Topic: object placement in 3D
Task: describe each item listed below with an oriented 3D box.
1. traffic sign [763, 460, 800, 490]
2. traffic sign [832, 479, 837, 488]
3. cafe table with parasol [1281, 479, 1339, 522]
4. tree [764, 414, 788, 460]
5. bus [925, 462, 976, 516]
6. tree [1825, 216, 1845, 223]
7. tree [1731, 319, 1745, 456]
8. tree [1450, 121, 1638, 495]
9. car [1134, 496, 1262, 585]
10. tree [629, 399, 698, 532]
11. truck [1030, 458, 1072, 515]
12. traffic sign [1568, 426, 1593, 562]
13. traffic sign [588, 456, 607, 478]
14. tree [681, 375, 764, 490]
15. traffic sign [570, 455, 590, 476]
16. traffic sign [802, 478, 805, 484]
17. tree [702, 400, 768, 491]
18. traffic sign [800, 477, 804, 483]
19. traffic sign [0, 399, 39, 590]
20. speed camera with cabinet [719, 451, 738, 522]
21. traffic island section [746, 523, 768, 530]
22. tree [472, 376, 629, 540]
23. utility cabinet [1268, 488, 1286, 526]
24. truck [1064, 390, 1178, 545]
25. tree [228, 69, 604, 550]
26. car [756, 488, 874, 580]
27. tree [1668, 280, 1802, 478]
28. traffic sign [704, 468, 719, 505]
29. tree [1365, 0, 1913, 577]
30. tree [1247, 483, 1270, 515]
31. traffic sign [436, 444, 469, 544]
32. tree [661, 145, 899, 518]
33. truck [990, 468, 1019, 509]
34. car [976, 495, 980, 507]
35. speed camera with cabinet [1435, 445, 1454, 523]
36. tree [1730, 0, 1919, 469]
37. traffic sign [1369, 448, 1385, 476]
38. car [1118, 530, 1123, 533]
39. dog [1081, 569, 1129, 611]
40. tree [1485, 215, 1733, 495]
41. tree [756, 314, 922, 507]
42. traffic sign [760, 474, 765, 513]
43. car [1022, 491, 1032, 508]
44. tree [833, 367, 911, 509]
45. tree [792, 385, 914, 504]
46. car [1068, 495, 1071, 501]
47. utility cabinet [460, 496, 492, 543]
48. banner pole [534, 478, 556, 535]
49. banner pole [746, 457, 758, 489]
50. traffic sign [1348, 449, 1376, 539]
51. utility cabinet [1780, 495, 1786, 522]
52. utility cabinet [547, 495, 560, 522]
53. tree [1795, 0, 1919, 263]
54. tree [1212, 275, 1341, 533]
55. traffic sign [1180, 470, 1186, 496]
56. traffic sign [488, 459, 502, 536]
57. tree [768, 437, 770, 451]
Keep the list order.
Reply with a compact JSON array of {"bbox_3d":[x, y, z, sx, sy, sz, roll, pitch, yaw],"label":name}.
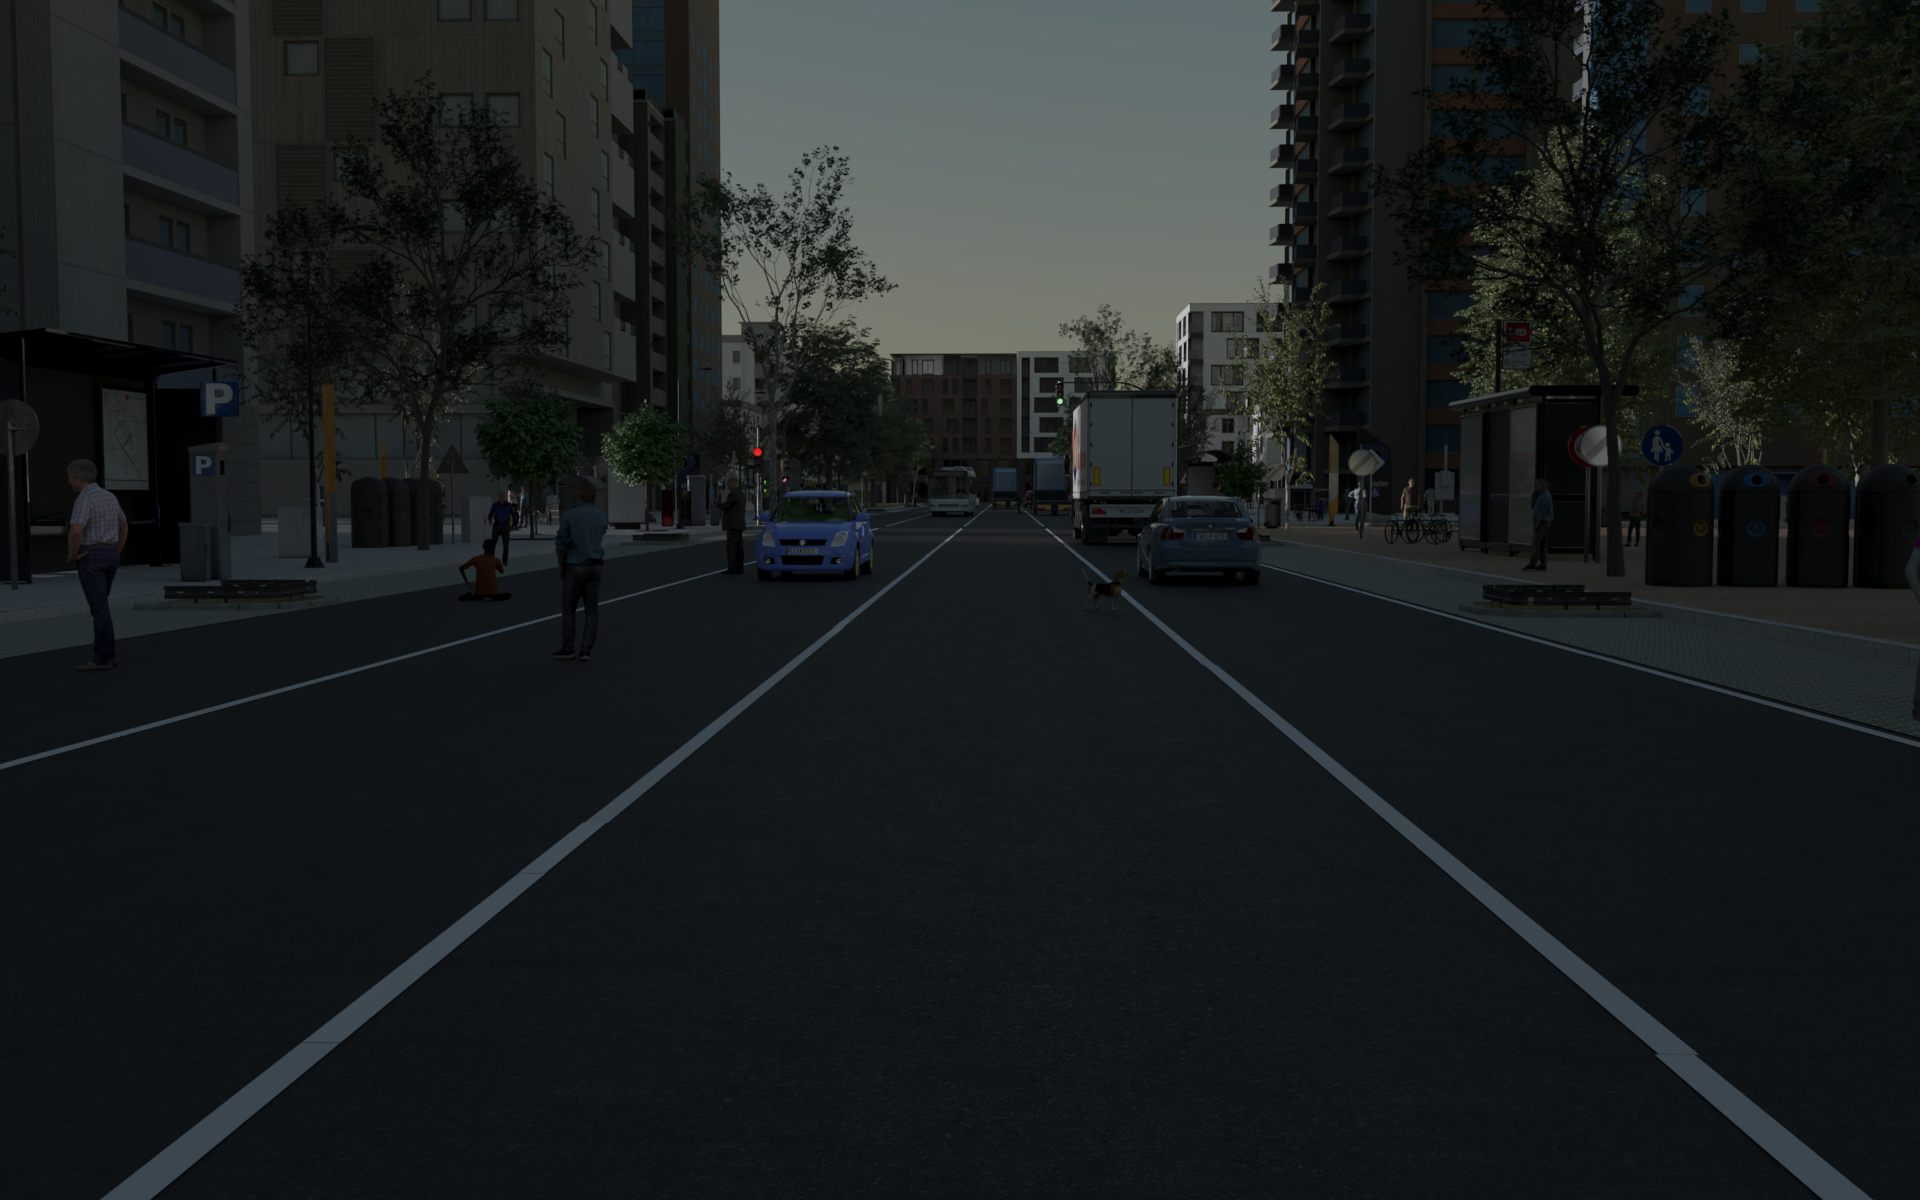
[{"bbox_3d":[-10.632,-6.691,103.278,2.265,3.308,0.079,0,4,7],"label":"traffic sign"},{"bbox_3d":[-10.737,-8.887,145.311,0.884,2.594,0.081,0,4,7],"label":"traffic sign"},{"bbox_3d":[16.352,-4.655,80.974,2.610,1.966,2.610,1,4,15],"label":"cafe table with parasol"},{"bbox_3d":[-16.109,-12.184,149.566,4.360,8.622,3.978,0,3,0],"label":"tree"},{"bbox_3d":[-0.462,-7.311,114.395,2.948,3.499,13.247,0,4,3],"label":"bus"},{"bbox_3d":[22.401,-5.673,43.123,4.737,8.622,4.395,0,3,0],"label":"tree"},{"bbox_3d":[27.849,-6.777,61.170,4.737,8.622,4.395,0,3,0],"label":"tree"},{"bbox_3d":[18.606,-8.248,52.977,7.486,12.596,7.792,0,3,0],"label":"tree"},{"bbox_3d":[3.922,-1.024,28.746,2.014,1.417,4.499,0,4,2],"label":"car"},{"bbox_3d":[-10.730,-4.654,59.803,4.285,4.588,4.351,0,3,0],"label":"tree"},{"bbox_3d":[6.540,-8.187,123.612,2.967,4.110,18.799,0,4,2],"label":"truck"},{"bbox_3d":[11.746,-1.976,32.420,0.768,2.556,0.104,0,4,6],"label":"traffic sign"},{"bbox_3d":[-12.065,-3.508,57.459,0.768,2.556,0.104,1,4,11],"label":"traffic sign"},{"bbox_3d":[-14.757,-9.539,106.331,4.360,8.622,3.978,0,3,0],"label":"tree"},{"bbox_3d":[-12.393,-3.437,56.299,0.768,2.556,0.104,0,4,5],"label":"traffic sign"},{"bbox_3d":[-10.391,-6.766,112.756,0.606,2.300,0.079,0,4,2],"label":"traffic sign"},{"bbox_3d":[-17.838,-11.202,133.514,4.737,8.622,4.395,0,3,0],"label":"tree"},{"bbox_3d":[-10.051,-6.584,107.649,0.884,2.594,0.081,0,4,3],"label":"traffic sign"},{"bbox_3d":[-12.684,-1.410,23.159,0.768,2.556,0.104,0,4,3],"label":"traffic sign"},{"bbox_3d":[-10.765,-5.260,80.329,0.660,3.252,2.038,-1,4,-15],"label":"speed camera with cabinet"},{"bbox_3d":[-8.199,-2.951,70.533,2.009,0.180,2.903,0,4,1],"label":"traffic island section"},{"bbox_3d":[-12.024,-3.968,48.591,4.285,4.588,4.351,0,3,0],"label":"tree"},{"bbox_3d":[12.592,-3.684,68.914,0.318,1.500,1.173,2,4,30],"label":"utility cabinet"},{"bbox_3d":[4.739,-3.876,52.286,2.839,4.237,11.283,0,4,1],"label":"truck"},{"bbox_3d":[-12.226,-6.391,38.910,8.767,10.594,7.601,-1,4,-9],"label":"tree"},{"bbox_3d":[-2.476,-1.246,29.969,1.945,1.707,3.694,0,4,3],"label":"car"},{"bbox_3d":[25.542,-6.499,56.623,4.360,8.622,3.978,0,3,0],"label":"tree"},{"bbox_3d":[-12.012,-5.114,83.726,0.768,2.556,0.104,1,4,10],"label":"traffic sign"},{"bbox_3d":[10.369,-5.662,26.981,8.767,10.594,7.601,1,4,22],"label":"tree"},{"bbox_3d":[18.093,-6.966,108.498,1.663,3.219,1.824,0,3,0],"label":"tree"},{"bbox_3d":[-13.133,-2.742,44.833,0.884,2.594,0.081,0,4,4],"label":"traffic sign"},{"bbox_3d":[-8.561,-14.479,92.613,12.611,20.169,13.585,0,3,0],"label":"tree"},{"bbox_3d":[4.612,-11.240,173.537,2.967,4.110,18.799,0,4,0],"label":"truck"},{"bbox_3d":[1.276,-11.494,200.286,2.083,1.381,4.827,0,3,0],"label":"car"},{"bbox_3d":[20.263,-4.622,69.905,2.038,3.252,0.660,0,4,6],"label":"speed camera with cabinet"},{"bbox_3d":[18.722,-7.193,35.737,7.486,12.596,7.792,0,3,0],"label":"tree"},{"bbox_3d":[11.881,-3.075,50.017,0.795,2.593,0.064,0,4,5],"label":"traffic sign"},{"bbox_3d":[5.181,-3.384,64.915,1.945,1.707,3.694,0,4,2],"label":"car"},{"bbox_3d":[1.780,-0.124,21.308,0.540,0.507,0.406,0,4,-5],"label":"dog"},{"bbox_3d":[16.868,-5.833,45.739,4.737,8.622,4.395,0,3,0],"label":"tree"},{"bbox_3d":[-9.435,-13.216,122.736,9.857,13.997,8.962,0,3,0],"label":"tree"},{"bbox_3d":[-11.921,-6.454,105.621,0.768,2.556,0.104,1,4,8],"label":"traffic sign"},{"bbox_3d":[7.831,-10.795,185.175,2.281,1.827,5.304,0,4,1],"label":"car"},{"bbox_3d":[-7.955,-14.321,152.282,7.486,12.596,7.792,0,3,0],"label":"tree"},{"bbox_3d":[-9.605,-12.435,137.724,8.767,10.594,7.601,-3,4,-36],"label":"tree"},{"bbox_3d":[11.205,-10.736,187.541,2.014,1.417,4.499,0,4,0],"label":"car"},{"bbox_3d":[-12.790,-2.122,45.856,0.306,1.237,1.020,1,4,19],"label":"utility cabinet"},{"bbox_3d":[-13.120,-3.942,54.475,0.863,3.779,0.401,-1,4,-21],"label":"banner pole"},{"bbox_3d":[-12.387,-6.961,103.833,0.863,3.779,0.401,-1,4,-13],"label":"banner pole"},{"bbox_3d":[11.442,-3.011,49.338,0.768,2.556,0.104,1,4,9],"label":"traffic sign"},{"bbox_3d":[37.844,-4.155,79.089,1.020,1.237,0.306,-3,5,-40],"label":"utility cabinet"},{"bbox_3d":[-18.540,-4.171,79.356,0.306,1.237,1.020,1,4,17],"label":"utility cabinet"},{"bbox_3d":[10.043,-6.393,11.184,9.857,13.997,8.962,0,3,0],"label":"tree"},{"bbox_3d":[10.743,-6.547,57.404,4.737,8.622,4.395,0,3,0],"label":"tree"},{"bbox_3d":[12.173,-5.712,93.395,0.884,2.594,0.081,0,4,2],"label":"traffic sign"},{"bbox_3d":[-14.148,-3.255,53.328,0.768,2.556,0.104,0,4,4],"label":"traffic sign"},{"bbox_3d":[-17.372,-11.560,139.373,4.737,8.622,4.395,0,3,0],"label":"tree"}]
